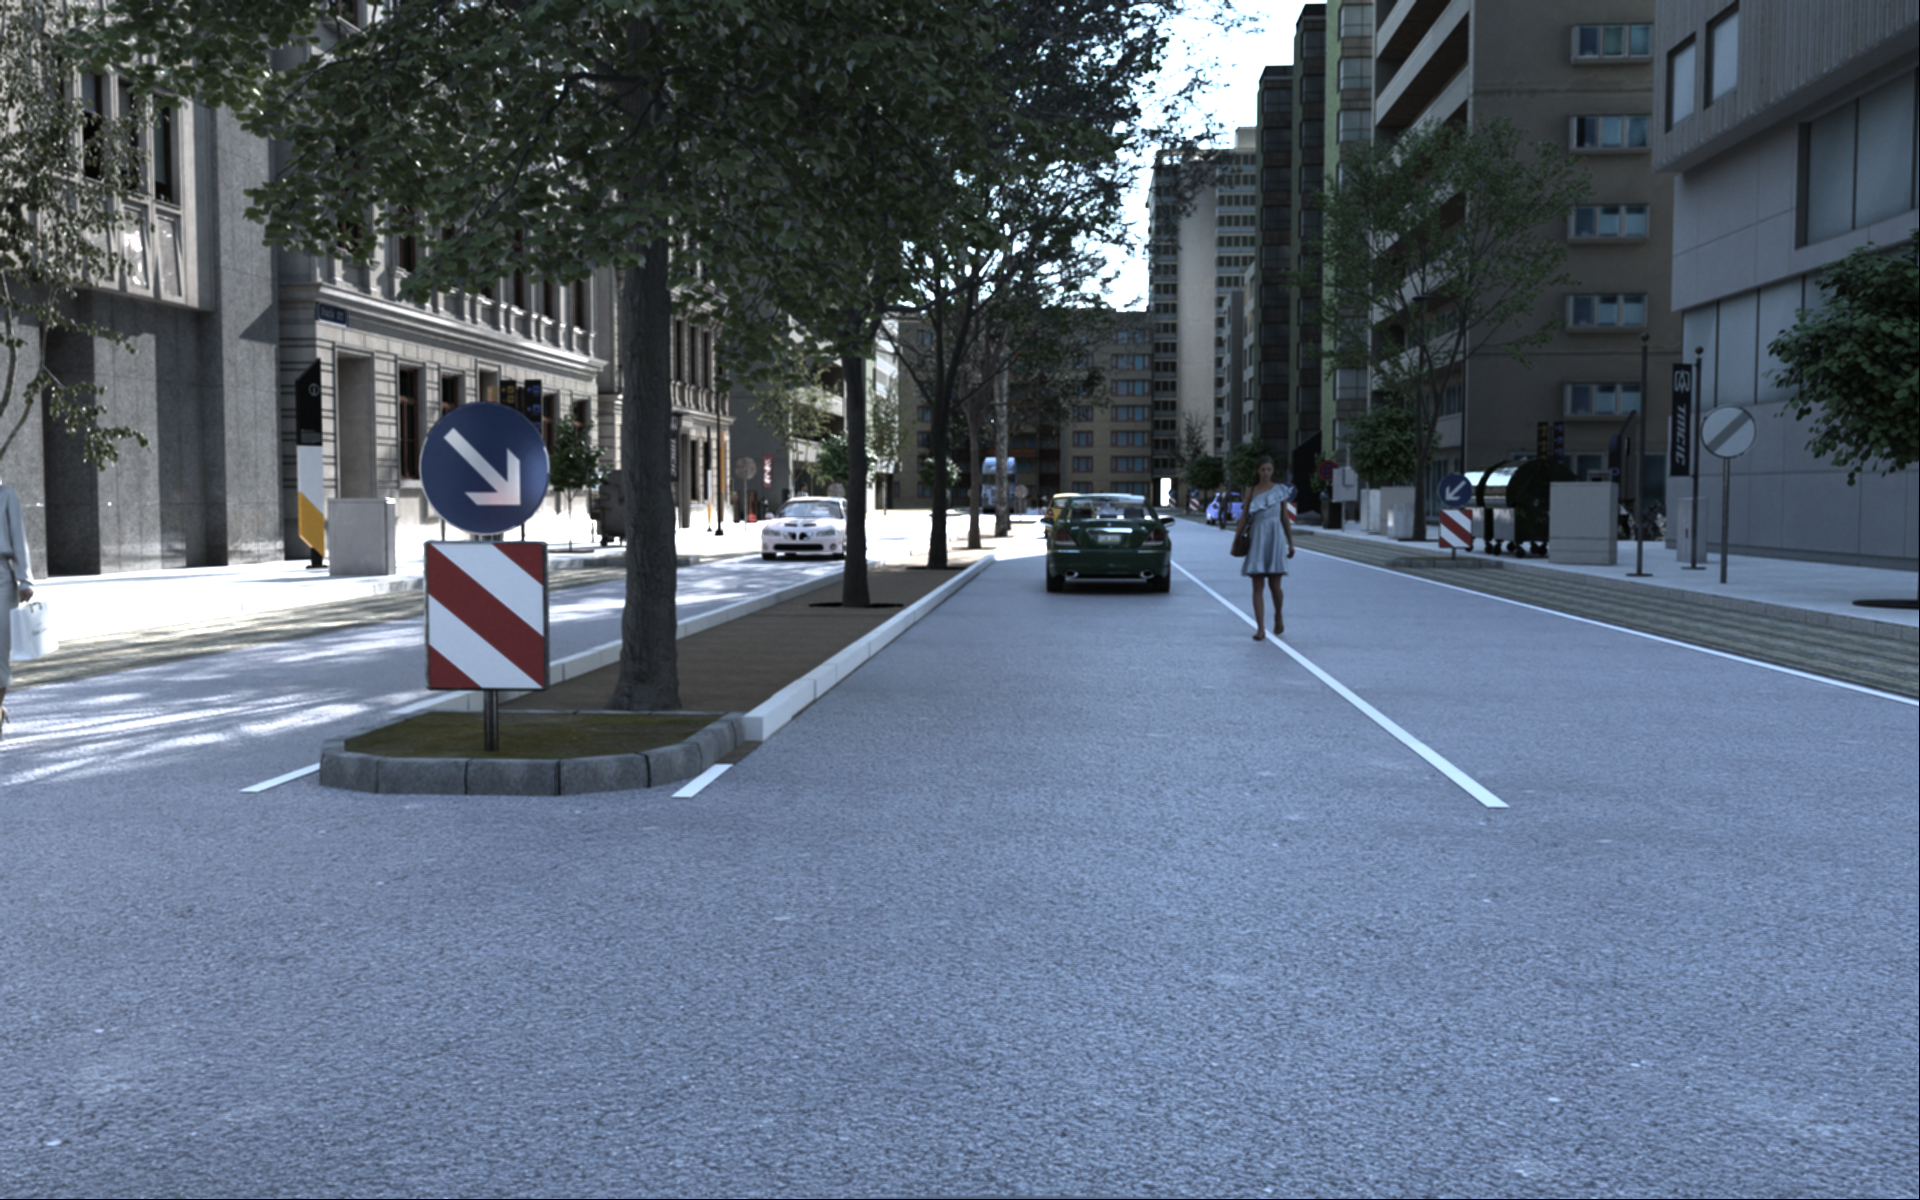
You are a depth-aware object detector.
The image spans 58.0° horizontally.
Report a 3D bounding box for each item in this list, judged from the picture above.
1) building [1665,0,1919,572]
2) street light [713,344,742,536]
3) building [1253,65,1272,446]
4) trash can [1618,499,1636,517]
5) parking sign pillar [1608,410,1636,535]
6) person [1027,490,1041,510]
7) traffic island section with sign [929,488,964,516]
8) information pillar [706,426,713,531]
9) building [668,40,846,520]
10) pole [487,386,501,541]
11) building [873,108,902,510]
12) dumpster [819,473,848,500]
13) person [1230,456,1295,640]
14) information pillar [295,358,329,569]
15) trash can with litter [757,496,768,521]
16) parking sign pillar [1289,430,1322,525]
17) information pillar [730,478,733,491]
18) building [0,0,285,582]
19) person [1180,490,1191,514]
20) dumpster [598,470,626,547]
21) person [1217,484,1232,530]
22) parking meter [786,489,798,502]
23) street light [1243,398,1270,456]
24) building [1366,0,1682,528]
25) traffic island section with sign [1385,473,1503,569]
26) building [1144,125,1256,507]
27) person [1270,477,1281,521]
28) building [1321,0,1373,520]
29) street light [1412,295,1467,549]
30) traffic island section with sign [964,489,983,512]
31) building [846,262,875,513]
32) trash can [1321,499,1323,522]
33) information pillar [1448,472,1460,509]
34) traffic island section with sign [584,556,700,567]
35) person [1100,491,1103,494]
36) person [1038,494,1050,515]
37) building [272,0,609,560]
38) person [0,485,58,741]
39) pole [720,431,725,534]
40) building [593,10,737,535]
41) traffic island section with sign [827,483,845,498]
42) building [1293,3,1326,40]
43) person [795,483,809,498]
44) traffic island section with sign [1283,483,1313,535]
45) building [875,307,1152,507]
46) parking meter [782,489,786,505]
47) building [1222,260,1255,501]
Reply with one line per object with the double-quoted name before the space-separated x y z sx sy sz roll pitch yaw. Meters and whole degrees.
"building" 27.861 -26.621 24.486 27.495 52.752 28.713 0 4 4
"street light" -6.823 -4.906 52.753 1.470 5.913 1.316 0 4 4
"building" 27.265 -21.299 119.944 14.160 30.474 14.107 0 4 4
"trash can" 19.384 -2.388 50.701 0.748 1.137 0.748 0 3 0
"parking sign pillar" 21.094 -4.082 55.219 1.447 3.967 1.447 3 5 40
"person" 6.789 -9.195 158.926 1.348 1.812 0.705 0 4 -1
"traffic island section with sign" -0.957 -6.296 111.562 1.989 1.847 2.006 0 4 4
"information pillar" -8.647 -4.182 59.733 0.183 3.616 0.504 0 4 -3
"building" -18.388 -28.894 96.116 21.300 48.544 21.600 0 4 4
"pole" -8.823 -2.383 32.800 0.158 3.312 0.155 0 3 0
"building" -17.303 -27.613 143.350 23.993 40.220 32.217 0 4 4
"dumpster" -5.600 -4.670 78.843 1.502 2.255 1.985 0 4 4
"person" 3.019 -0.530 17.258 0.616 1.811 0.778 1 4 22
"information pillar" -11.129 -2.344 29.687 0.183 3.616 0.504 2 4 30
"trash can with litter" -9.648 -4.344 82.415 1.055 1.170 0.624 0 4 -1
"parking sign pillar" 14.490 -5.155 72.763 1.447 3.967 1.447 -1 4 -14
"information pillar" -10.672 -4.625 80.106 0.304 2.012 0.304 -1 4 -16
"building" -19.496 -12.514 22.627 12.078 24.808 19.932 0 4 4
"person" 15.346 -6.565 116.560 1.217 1.735 0.721 -2 4 -27
"dumpster" -8.154 -2.270 42.870 1.264 1.857 1.865 0 4 4
"person" 10.624 -3.737 69.567 0.622 1.834 0.822 1 4 19
"parking meter" -7.569 -4.323 79.098 0.372 1.533 0.369 0 3 0
"street light" 14.318 -6.785 83.471 1.470 5.913 1.316 0 4 4
"building" 28.836 -27.184 68.168 21.300 48.544 21.600 0 4 4
"traffic island section with sign" 9.457 -1.554 34.037 1.989 1.847 2.006 0 4 4
"building" 32.043 -30.166 185.096 23.993 40.220 32.217 0 4 4
"person" 7.135 -1.907 39.704 0.581 1.822 0.654 2 4 24
"building" 26.114 -24.932 91.226 14.154 41.232 14.086 0 4 4
"street light" 11.260 -4.164 40.618 1.470 5.913 1.316 0 4 4
"traffic island section with sign" 0.960 -7.975 139.019 1.989 1.847 2.006 0 4 4
"building" -13.433 -26.343 114.302 14.154 41.232 14.086 0 4 4
"trash can" 16.427 -4.081 78.370 0.748 1.137 0.748 0 3 0
"information pillar" 16.476 -3.262 57.825 0.304 2.012 0.304 2 4 30
"traffic island section with sign" -6.309 -1.596 34.718 1.989 1.847 2.006 0 4 4
"person" 12.623 -8.966 155.915 0.721 1.723 1.217 -1 4 -22
"person" 5.839 -6.637 120.198 0.799 1.438 0.628 -2 4 -33
"building" -16.798 -12.664 43.208 11.583 22.565 21.152 0 4 4
"person" -5.443 -0.054 9.734 0.694 1.780 0.624 0 4 5
"pole" -7.706 -3.801 55.992 0.158 3.312 0.155 0 3 0
"building" -14.823 -12.158 63.406 10.561 19.102 19.286 0 4 4
"traffic island section with sign" -4.427 -3.247 61.719 1.989 1.847 2.006 0 4 4
"building" 27.021 -20.429 105.717 14.160 30.474 14.107 0 4 4
"person" -5.271 -3.011 58.006 0.850 1.792 0.678 3 4 38
"traffic island section with sign" 11.322 -3.199 60.928 1.989 1.847 2.006 0 4 4
"building" 5.390 -20.784 184.853 28.899 21.520 27.650 0 4 4
"parking meter" -8.210 -4.483 81.701 0.372 1.533 0.369 0 3 0
"building" 36.464 -18.107 141.094 27.650 21.520 28.899 0 4 4
